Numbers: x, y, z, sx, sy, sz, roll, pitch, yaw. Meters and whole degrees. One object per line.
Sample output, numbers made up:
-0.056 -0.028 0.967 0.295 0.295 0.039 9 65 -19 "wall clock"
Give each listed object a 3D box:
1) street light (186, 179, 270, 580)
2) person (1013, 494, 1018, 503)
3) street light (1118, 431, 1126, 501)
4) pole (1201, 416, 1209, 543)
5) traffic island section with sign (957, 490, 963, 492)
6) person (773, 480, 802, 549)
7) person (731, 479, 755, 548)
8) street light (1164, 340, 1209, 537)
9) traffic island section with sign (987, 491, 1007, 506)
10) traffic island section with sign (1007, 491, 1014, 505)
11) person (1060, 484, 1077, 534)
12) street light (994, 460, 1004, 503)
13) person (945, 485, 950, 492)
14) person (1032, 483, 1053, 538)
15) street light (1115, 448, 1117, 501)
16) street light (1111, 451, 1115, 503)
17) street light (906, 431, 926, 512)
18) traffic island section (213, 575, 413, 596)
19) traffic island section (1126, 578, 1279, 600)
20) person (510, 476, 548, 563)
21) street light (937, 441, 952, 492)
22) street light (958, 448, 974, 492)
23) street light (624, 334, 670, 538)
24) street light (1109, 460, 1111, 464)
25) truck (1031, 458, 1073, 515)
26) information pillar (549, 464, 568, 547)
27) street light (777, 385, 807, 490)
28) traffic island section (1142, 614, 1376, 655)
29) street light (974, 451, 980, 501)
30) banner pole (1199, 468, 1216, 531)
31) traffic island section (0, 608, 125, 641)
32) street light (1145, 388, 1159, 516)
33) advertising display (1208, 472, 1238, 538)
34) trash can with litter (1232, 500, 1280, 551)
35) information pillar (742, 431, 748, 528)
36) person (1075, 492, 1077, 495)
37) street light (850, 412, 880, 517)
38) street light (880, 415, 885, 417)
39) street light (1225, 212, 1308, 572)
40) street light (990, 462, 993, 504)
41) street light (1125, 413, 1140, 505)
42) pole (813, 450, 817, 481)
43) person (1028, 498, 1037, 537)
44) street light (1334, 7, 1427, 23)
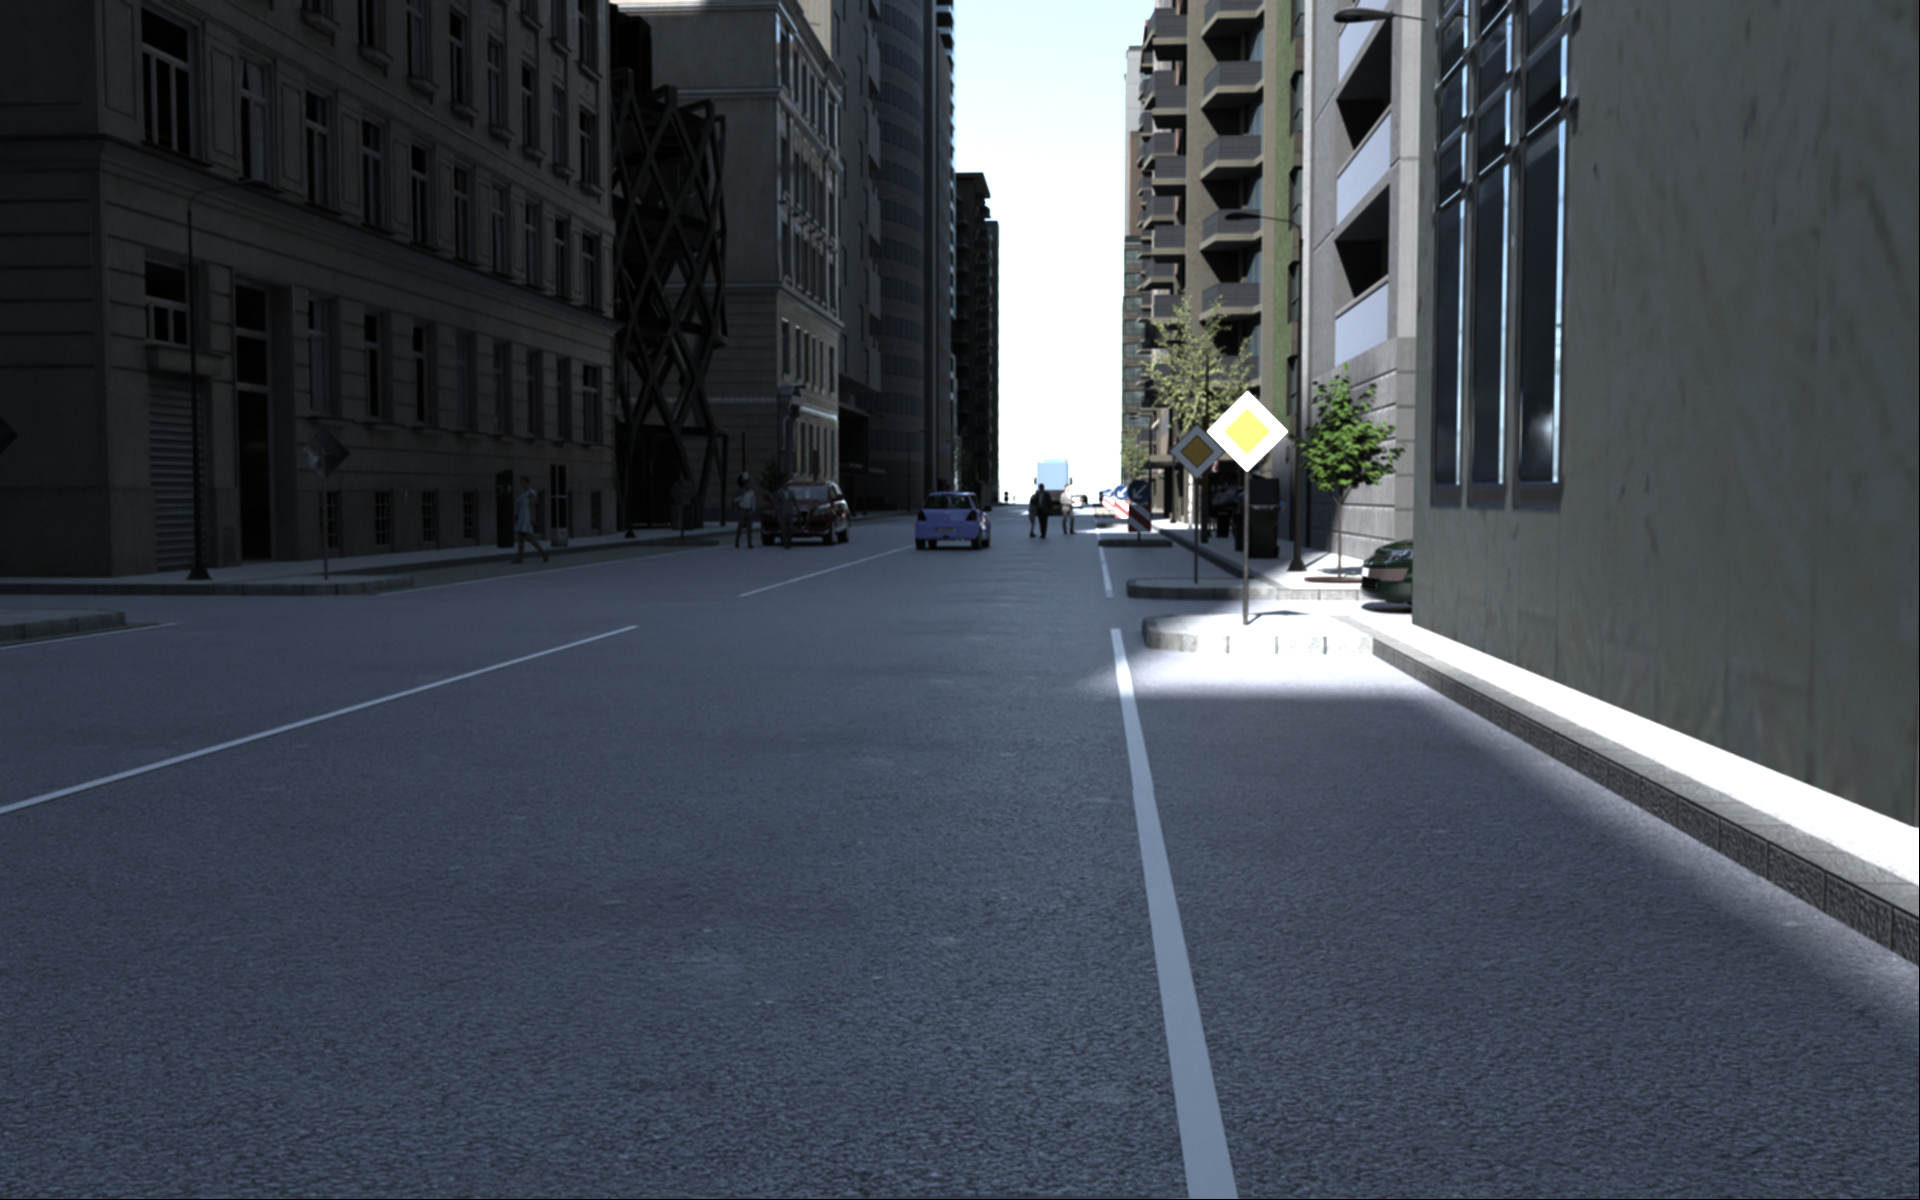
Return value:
-10.885 -3.256 25.772 1.470 5.913 1.316 0 4 4 "street light"
7.814 -14.531 249.307 0.991 1.433 0.599 -1 4 -10 "person"
12.653 -9.524 128.257 1.470 5.913 1.316 0 4 4 "street light"
6.403 -3.146 45.278 0.158 3.312 0.155 0 3 0 "pole"
0.048 -8.762 151.878 1.989 1.847 2.006 0 4 4 "traffic island section with sign"
-4.532 -2.249 45.384 0.709 1.813 0.853 -2 4 -27 "person"
-5.749 -2.288 46.005 0.679 1.850 0.850 -2 4 -33 "person"
6.902 -4.877 52.275 1.470 5.913 1.316 0 4 4 "street light"
4.299 -12.185 207.844 1.989 1.847 2.006 0 4 4 "traffic island section with sign"
6.350 -13.836 234.840 1.989 1.847 2.006 0 4 4 "traffic island section with sign"
3.945 -3.294 62.554 0.583 1.804 0.606 3 5 42 "person"
4.766 -15.927 232.941 1.470 5.913 1.316 0 4 4 "street light"
-0.451 -3.385 64.186 0.721 1.781 0.623 3 5 42 "person"
2.676 -2.916 56.568 0.661 1.777 0.834 1 4 12 "person"
14.596 -10.986 152.160 1.470 5.913 1.316 0 4 4 "street light"
16.321 -12.441 175.945 1.470 5.913 1.316 0 4 4 "street light"
-3.213 -9.431 126.744 1.470 5.913 1.316 0 4 4 "street light"
-9.491 -0.220 25.876 2.009 0.180 2.903 0 4 4 "traffic island section"
3.413 -0.160 24.896 2.009 0.180 2.903 0 4 4 "traffic island section"
-8.938 -1.663 35.784 0.778 1.811 0.616 -2 4 -29 "person"
-1.406 -10.875 150.349 1.470 5.913 1.316 0 4 4 "street light"
0.409 -12.320 173.978 1.470 5.913 1.316 0 4 4 "street light"
-9.113 -4.765 50.452 1.470 5.913 1.316 0 4 4 "street light"
17.159 -13.154 187.609 1.470 5.913 1.316 0 4 4 "street light"
6.575 -8.240 124.475 2.967 4.110 18.799 0 4 4 "truck"
-9.772 -2.306 42.191 0.304 2.012 0.304 3 5 43 "information pillar"
-7.235 -6.209 74.051 1.470 5.913 1.316 0 4 4 "street light"
2.809 0.327 16.934 2.009 0.180 2.903 0 4 4 "traffic island section"
1.128 -12.996 185.025 1.470 5.913 1.316 0 4 4 "street light"
8.610 -4.289 60.143 0.863 3.779 0.401 0 4 -5 "banner pole"
-10.095 0.267 17.913 2.009 0.180 2.903 0 4 4 "traffic island section"
8.813 -6.320 75.872 1.470 5.913 1.316 0 4 4 "street light"
7.746 -2.806 51.091 0.974 1.923 0.123 -2 4 -24 "advertising display"
6.632 -1.675 38.768 1.055 1.170 0.624 2 4 27 "trash can with litter"
-8.056 -4.506 65.022 0.183 3.616 0.504 1 4 8 "information pillar"
16.631 -14.468 245.855 0.445 1.727 0.742 3 5 42 "person"
-5.478 -7.654 97.681 1.470 5.913 1.316 0 4 4 "street light"
-5.108 -7.946 102.461 1.470 5.913 1.316 0 4 4 "street light"
5.067 -3.433 28.672 1.470 5.913 1.316 0 4 4 "street light"
2.867 -14.440 208.635 1.470 5.913 1.316 0 4 4 "street light"
10.418 -7.765 99.492 1.470 5.913 1.316 0 4 4 "street light"
-6.729 -5.306 80.603 0.158 3.312 0.155 0 3 0 "pole"
2.441 -2.759 57.883 0.394 1.301 0.425 -3 5 -40 "person"
4.270 -2.699 16.675 1.470 5.913 1.316 0 4 4 "street light"
